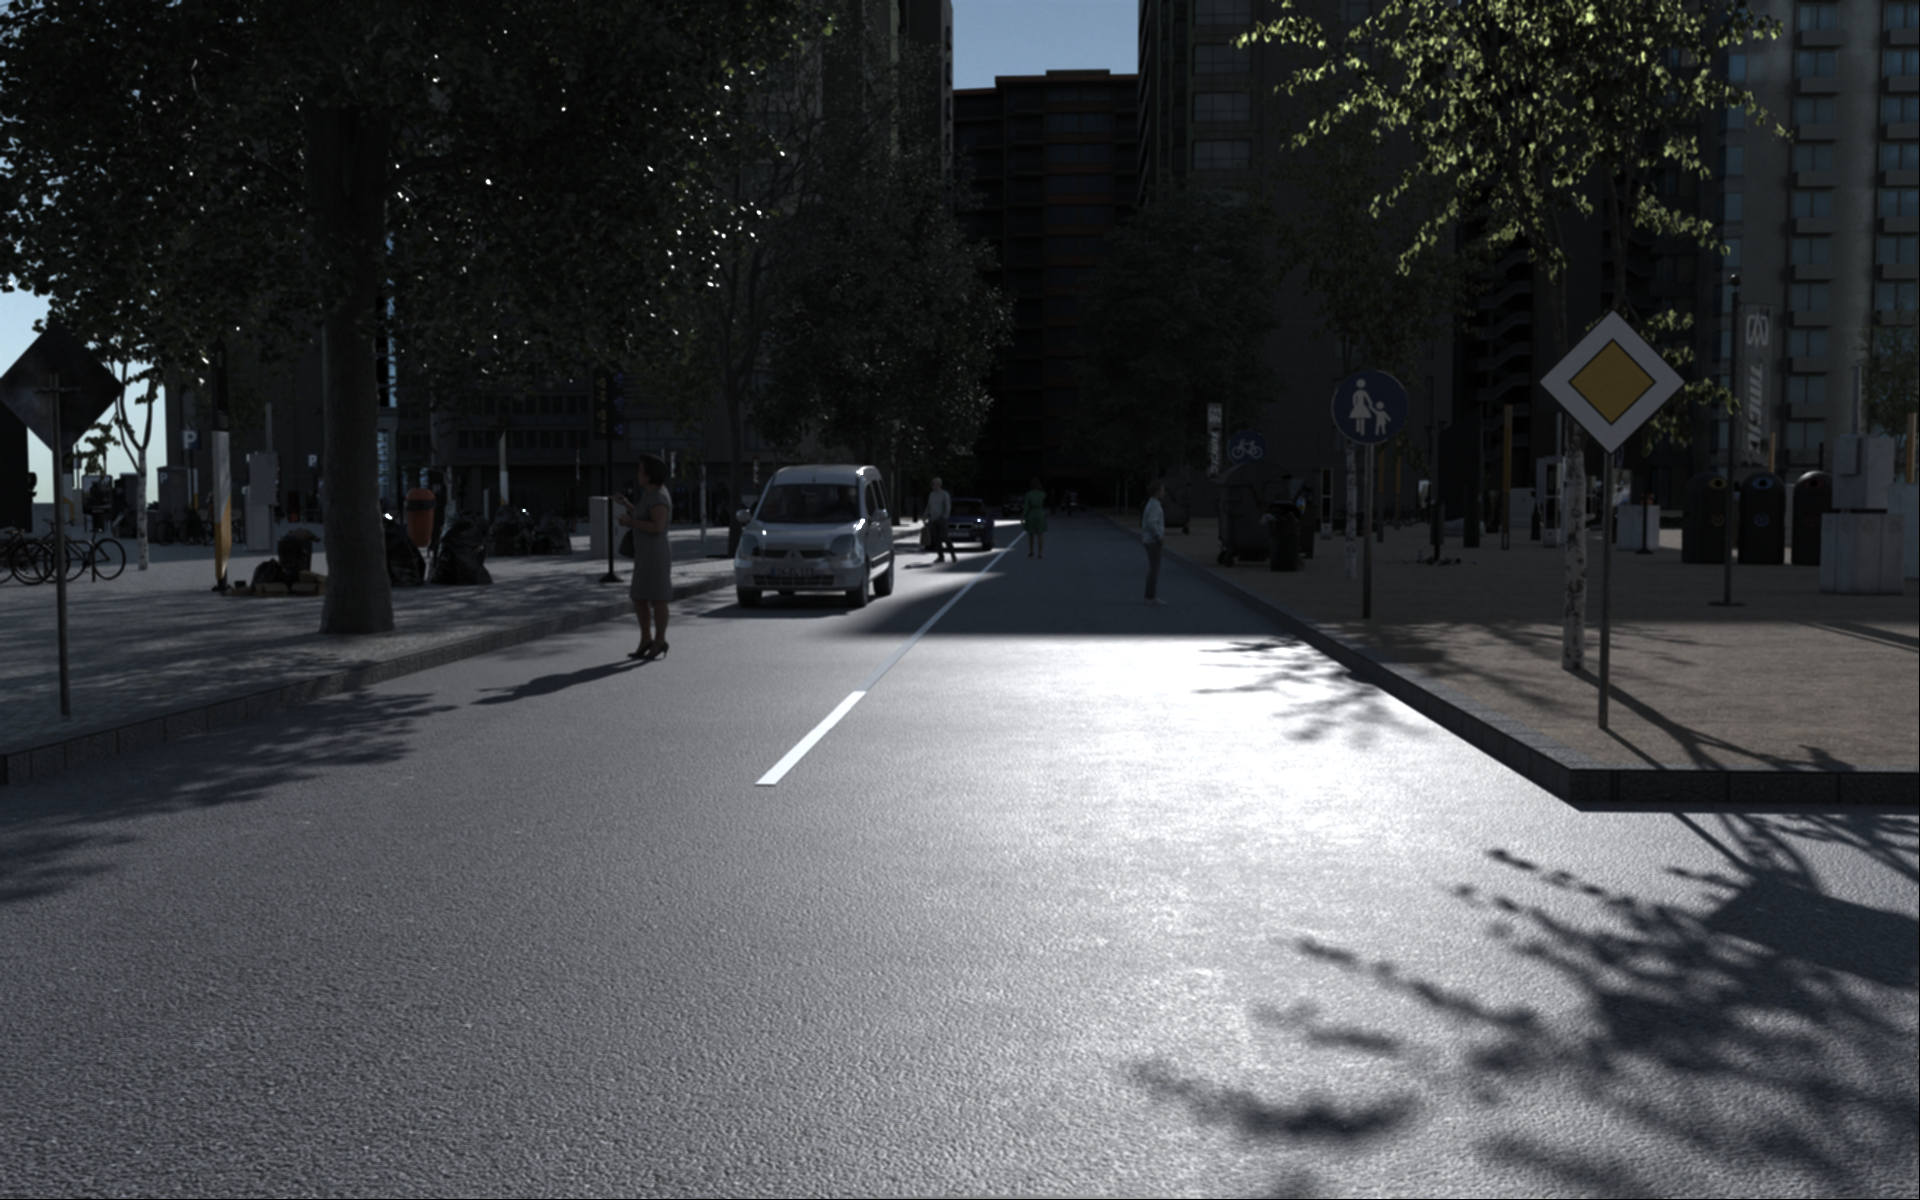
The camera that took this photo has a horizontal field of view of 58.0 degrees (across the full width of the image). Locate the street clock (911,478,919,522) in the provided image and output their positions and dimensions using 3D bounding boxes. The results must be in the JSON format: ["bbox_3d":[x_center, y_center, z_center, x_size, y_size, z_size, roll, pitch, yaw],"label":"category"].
[{"bbox_3d":[-2.025,-4.512,78.336,0.358,2.002,0.471,-1,4,-14],"label":"street clock"}]

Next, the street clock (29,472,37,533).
[{"bbox_3d":[-30.885,-3.244,57.615,0.471,2.002,0.358,3,5,44],"label":"street clock"}]

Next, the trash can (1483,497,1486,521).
[{"bbox_3d":[25.019,-4.304,82.027,0.748,1.137,0.748,0,3,0],"label":"trash can"}]

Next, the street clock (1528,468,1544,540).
[{"bbox_3d":[15.971,-2.656,47.988,0.471,2.002,0.358,-2,4,-24],"label":"street clock"}]

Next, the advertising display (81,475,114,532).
[{"bbox_3d":[-29.009,-3.245,58.275,0.974,1.923,0.123,0,4,-4],"label":"advertising display"}]

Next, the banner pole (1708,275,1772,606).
[{"bbox_3d":[9.068,-1.834,19.997,0.863,3.779,0.401,-2,4,-27],"label":"banner pole"}]

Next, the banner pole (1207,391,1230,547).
[{"bbox_3d":[6.285,-3.176,41.950,0.863,3.779,0.401,-2,4,-32],"label":"banner pole"}]

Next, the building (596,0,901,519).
[{"bbox_3d":[-10.844,-24.992,92.211,14.154,41.232,14.086,0,4,3],"label":"building"}]

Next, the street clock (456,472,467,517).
[{"bbox_3d":[-16.412,-3.212,57.086,0.358,2.002,0.471,-3,4,-36],"label":"street clock"}]

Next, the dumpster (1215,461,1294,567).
[{"bbox_3d":[5.252,-1.537,30.889,1.264,1.857,1.865,0,4,3],"label":"dumpster"}]

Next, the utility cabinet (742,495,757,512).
[{"bbox_3d":[-9.941,-4.268,80.951,1.020,1.237,0.306,2,4,26],"label":"utility cabinet"}]

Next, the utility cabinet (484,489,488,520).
[{"bbox_3d":[-21.532,-4.389,80.446,1.173,1.500,0.318,1,4,22],"label":"utility cabinet"}]

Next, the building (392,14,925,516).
[{"bbox_3d":[-18.921,-25.681,111.764,32.217,40.220,23.993,0,4,3],"label":"building"}]

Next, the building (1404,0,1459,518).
[{"bbox_3d":[19.837,-25.389,98.701,14.154,41.232,14.086,0,4,3],"label":"building"}]

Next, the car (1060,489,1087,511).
[{"bbox_3d":[9.450,-8.315,144.626,2.281,1.827,5.304,0,4,4],"label":"car"}]

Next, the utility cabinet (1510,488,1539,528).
[{"bbox_3d":[21.231,-3.460,65.242,0.318,1.500,1.173,-2,4,-35],"label":"utility cabinet"}]

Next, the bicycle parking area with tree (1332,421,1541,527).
[{"bbox_3d":[19.275,-5.124,70.783,9.016,4.147,8.231,1,4,23],"label":"bicycle parking area with tree"}]

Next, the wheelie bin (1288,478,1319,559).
[{"bbox_3d":[6.719,-1.630,34.567,0.693,1.594,0.980,-1,4,-21],"label":"wheelie bin"}]

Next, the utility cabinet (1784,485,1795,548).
[{"bbox_3d":[20.068,-1.970,40.882,1.173,1.500,0.318,-1,4,-15],"label":"utility cabinet"}]

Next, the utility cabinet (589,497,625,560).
[{"bbox_3d":[-6.993,-1.413,34.270,0.306,1.237,1.020,0,4,8],"label":"utility cabinet"}]

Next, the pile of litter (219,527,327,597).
[{"bbox_3d":[-8.494,-0.493,22.023,1.719,0.858,1.176,1,4,13],"label":"pile of litter"}]

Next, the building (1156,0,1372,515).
[{"bbox_3d":[21.334,-27.106,126.780,14.154,41.232,14.086,0,4,3],"label":"building"}]

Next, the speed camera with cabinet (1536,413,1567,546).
[{"bbox_3d":[14.725,-2.967,42.852,0.660,3.252,2.038,2,4,29],"label":"speed camera with cabinet"}]

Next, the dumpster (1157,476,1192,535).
[{"bbox_3d":[6.722,-3.011,54.989,1.264,1.857,1.865,0,4,4],"label":"dumpster"}]

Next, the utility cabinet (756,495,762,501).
[{"bbox_3d":[-7.686,-3.642,70.712,1.020,1.237,0.306,0,4,2],"label":"utility cabinet"}]

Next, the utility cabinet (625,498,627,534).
[{"bbox_3d":[-8.054,-1.744,39.678,1.020,1.237,0.306,3,5,40],"label":"utility cabinet"}]

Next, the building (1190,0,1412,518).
[{"bbox_3d":[20.497,-26.248,112.746,14.154,41.232,14.086,0,4,3],"label":"building"}]

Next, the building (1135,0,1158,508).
[{"bbox_3d":[25.906,-31.851,144.468,21.300,48.544,21.600,0,4,3],"label":"building"}]

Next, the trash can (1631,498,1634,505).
[{"bbox_3d":[27.270,-3.633,71.058,0.748,1.137,0.748,0,3,0],"label":"trash can"}]

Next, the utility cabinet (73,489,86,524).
[{"bbox_3d":[-37.152,-3.894,72.349,0.318,1.500,1.173,2,4,29],"label":"utility cabinet"}]

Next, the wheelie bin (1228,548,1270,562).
[{"bbox_3d":[5.590,-1.540,33.084,0.693,1.594,0.980,1,4,18],"label":"wheelie bin"}]

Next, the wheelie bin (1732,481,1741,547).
[{"bbox_3d":[18.623,-2.089,42.070,0.693,1.594,0.980,-3,4,-39],"label":"wheelie bin"}]

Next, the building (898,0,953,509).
[{"bbox_3d":[-11.769,-32.059,147.858,21.600,48.544,21.300,0,4,3],"label":"building"}]

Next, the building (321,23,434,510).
[{"bbox_3d":[-38.094,-51.033,147.059,31.000,86.520,22.319,0,4,3],"label":"building"}]

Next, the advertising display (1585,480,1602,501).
[{"bbox_3d":[29.502,-4.628,80.877,0.974,1.923,0.123,2,4,31],"label":"advertising display"}]

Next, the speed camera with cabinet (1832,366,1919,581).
[{"bbox_3d":[14.241,-1.951,26.238,0.660,3.252,2.038,-1,4,-18],"label":"speed camera with cabinet"}]

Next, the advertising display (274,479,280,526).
[{"bbox_3d":[-27.978,-3.961,69.971,0.974,1.923,0.123,-3,5,-41],"label":"advertising display"}]

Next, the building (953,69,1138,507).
[{"bbox_3d":[11.576,-32.248,181.871,28.867,44.769,22.147,0,4,3],"label":"building"}]

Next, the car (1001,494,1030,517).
[{"bbox_3d":[3.588,-6.051,108.726,2.009,1.686,4.222,0,4,5],"label":"car"}]

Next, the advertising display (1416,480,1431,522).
[{"bbox_3d":[20.946,-4.467,78.257,0.974,1.923,0.123,-3,5,-40],"label":"advertising display"}]

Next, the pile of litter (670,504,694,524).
[{"bbox_3d":[-12.252,-3.715,74.706,1.719,0.858,1.176,-2,4,-25],"label":"pile of litter"}]

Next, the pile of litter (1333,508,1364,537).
[{"bbox_3d":[11.993,-2.384,52.939,1.176,0.858,1.719,1,4,21],"label":"pile of litter"}]

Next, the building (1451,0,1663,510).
[{"bbox_3d":[49.903,-30.452,147.996,14.200,45.320,14.600,0,4,3],"label":"building"}]

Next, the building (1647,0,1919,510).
[{"bbox_3d":[71.880,-31.912,141.366,30.456,49.044,23.786,0,4,3],"label":"building"}]

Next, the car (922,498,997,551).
[{"bbox_3d":[0.008,-1.990,45.121,1.945,1.354,3.894,0,4,2],"label":"car"}]

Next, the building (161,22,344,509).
[{"bbox_3d":[-60.759,-28.761,153.843,14.086,41.232,14.154,0,4,3],"label":"building"}]

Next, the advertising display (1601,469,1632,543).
[{"bbox_3d":[17.155,-2.443,45.165,0.974,1.923,0.123,-2,4,-34],"label":"advertising display"}]

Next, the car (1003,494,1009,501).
[{"bbox_3d":[4.075,-7.167,127.398,2.015,1.641,3.980,0,4,2],"label":"car"}]

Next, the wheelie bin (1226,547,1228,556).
[{"bbox_3d":[5.801,-1.703,35.744,0.980,1.594,0.693,-1,4,-14],"label":"wheelie bin"}]

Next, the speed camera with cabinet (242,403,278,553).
[{"bbox_3d":[-15.543,-2.694,38.377,0.660,3.252,2.038,-2,4,-26],"label":"speed camera with cabinet"}]
